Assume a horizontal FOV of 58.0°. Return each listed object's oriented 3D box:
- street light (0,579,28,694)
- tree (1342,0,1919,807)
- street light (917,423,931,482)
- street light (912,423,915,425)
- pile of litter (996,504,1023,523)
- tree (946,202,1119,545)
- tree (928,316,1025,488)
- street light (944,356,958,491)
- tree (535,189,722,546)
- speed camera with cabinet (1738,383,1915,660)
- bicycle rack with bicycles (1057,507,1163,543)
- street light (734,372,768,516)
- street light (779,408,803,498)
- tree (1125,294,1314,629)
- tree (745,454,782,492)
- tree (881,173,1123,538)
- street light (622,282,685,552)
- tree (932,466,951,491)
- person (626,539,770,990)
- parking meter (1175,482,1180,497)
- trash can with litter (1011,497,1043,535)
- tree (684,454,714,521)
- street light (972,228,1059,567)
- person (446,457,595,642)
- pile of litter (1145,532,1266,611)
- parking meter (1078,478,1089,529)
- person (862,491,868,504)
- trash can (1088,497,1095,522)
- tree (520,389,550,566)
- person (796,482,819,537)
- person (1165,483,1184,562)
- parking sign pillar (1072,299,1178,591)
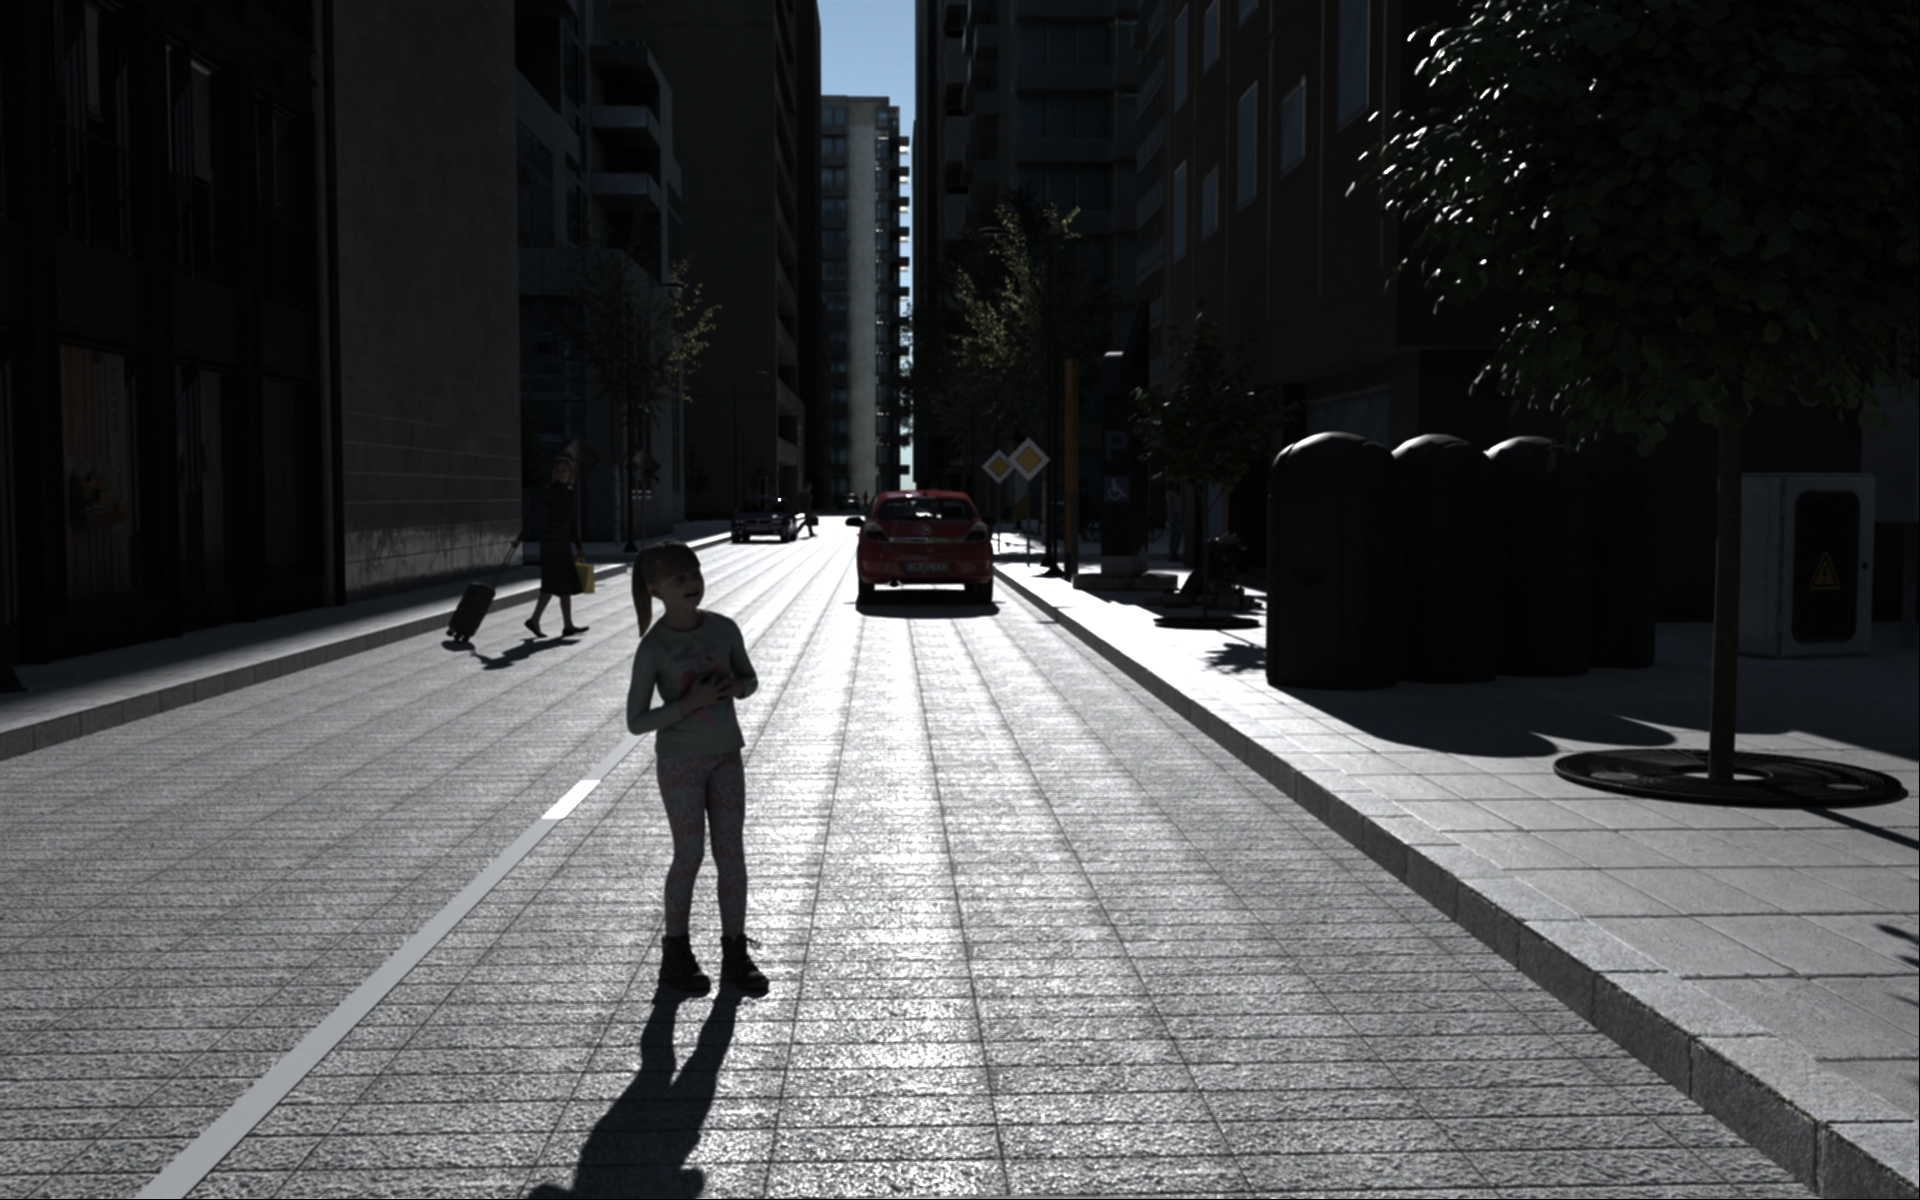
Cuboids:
[{"bbox_3d":[-5.712,-2.356,11.067,1.470,5.913,1.316,0,4,-2],"label":"street light"},{"bbox_3d":[3.366,-1.469,7.726,4.285,4.588,4.351,0,3,0],"label":"tree"},{"bbox_3d":[-1.263,-6.906,85.459,1.470,5.913,1.316,0,4,-2],"label":"street light"},{"bbox_3d":[-2.460,-8.620,113.483,1.470,5.913,1.316,0,4,-2],"label":"street light"},{"bbox_3d":[2.105,-3.795,76.011,1.719,0.858,1.176,2,4,28],"label":"pile of litter"},{"bbox_3d":[1.887,-5.664,42.969,4.360,8.622,3.978,0,3,0],"label":"tree"},{"bbox_3d":[0.900,-7.239,68.715,4.737,8.622,4.395,0,3,0],"label":"tree"},{"bbox_3d":[-0.104,-5.181,57.248,1.470,5.913,1.316,0,4,-2],"label":"street light"},{"bbox_3d":[-8.267,-5.651,42.756,4.360,8.622,3.978,0,3,0],"label":"tree"},{"bbox_3d":[7.158,-1.193,13.847,2.038,3.252,0.660,-1,4,-20],"label":"speed camera with cabinet"},{"bbox_3d":[4.032,-2.013,46.289,2.925,0.926,2.852,0,4,3],"label":"bicycle rack with bicycles"},{"bbox_3d":[-8.045,-5.730,66.229,1.470,5.913,1.316,0,4,-2],"label":"street light"},{"bbox_3d":[-9.216,-7.425,93.939,1.470,5.913,1.316,0,4,-2],"label":"street light"},{"bbox_3d":[2.352,-1.368,16.968,1.663,3.219,1.824,0,3,0],"label":"tree"},{"bbox_3d":[-9.508,-5.398,82.856,1.663,3.219,1.824,0,3,0],"label":"tree"},{"bbox_3d":[1.134,-7.086,50.271,7.601,10.594,8.767,1,4,18],"label":"tree"},{"bbox_3d":[-6.724,-4.007,38.048,1.470,5.913,1.316,0,4,-2],"label":"street light"},{"bbox_3d":[-1.034,-7.501,117.238,1.663,3.219,1.824,0,3,0],"label":"tree"},{"bbox_3d":[-0.739,0.473,5.040,0.394,1.301,0.425,3,4,37],"label":"person"},{"bbox_3d":[9.082,-4.104,72.812,0.255,1.863,0.399,0,4,-8],"label":"parking meter"},{"bbox_3d":[2.490,-2.650,54.390,1.678,1.210,2.233,-2,4,-35],"label":"trash can with litter"},{"bbox_3d":[-12.653,-5.420,83.213,1.663,3.219,1.824,0,3,0],"label":"tree"},{"bbox_3d":[1.029,-3.539,30.412,1.470,5.913,1.316,0,4,-2],"label":"street light"},{"bbox_3d":[-4.362,-0.524,17.278,1.509,1.804,0.699,-2,4,-30],"label":"person"},{"bbox_3d":[2.804,-0.345,19.612,1.176,0.858,1.719,-1,4,-23],"label":"pile of litter"},{"bbox_3d":[4.439,-3.494,62.842,0.399,1.863,0.255,-2,4,-25],"label":"parking meter"},{"bbox_3d":[-9.764,-10.297,177.681,0.721,1.723,1.217,2,4,25],"label":"person"},{"bbox_3d":[5.669,-4.037,77.659,0.748,1.137,0.748,0,3,0],"label":"trash can"},{"bbox_3d":[-7.907,-2.253,31.434,1.663,3.219,1.824,0,3,0],"label":"tree"},{"bbox_3d":[-5.128,-3.014,57.743,0.822,1.834,0.622,0,4,-5],"label":"person"},{"bbox_3d":[4.508,-1.711,36.482,0.388,1.821,0.555,1,4,14],"label":"person"},{"bbox_3d":[2.246,-2.142,23.496,1.447,3.967,1.447,1,4,16],"label":"parking sign pillar"}]
